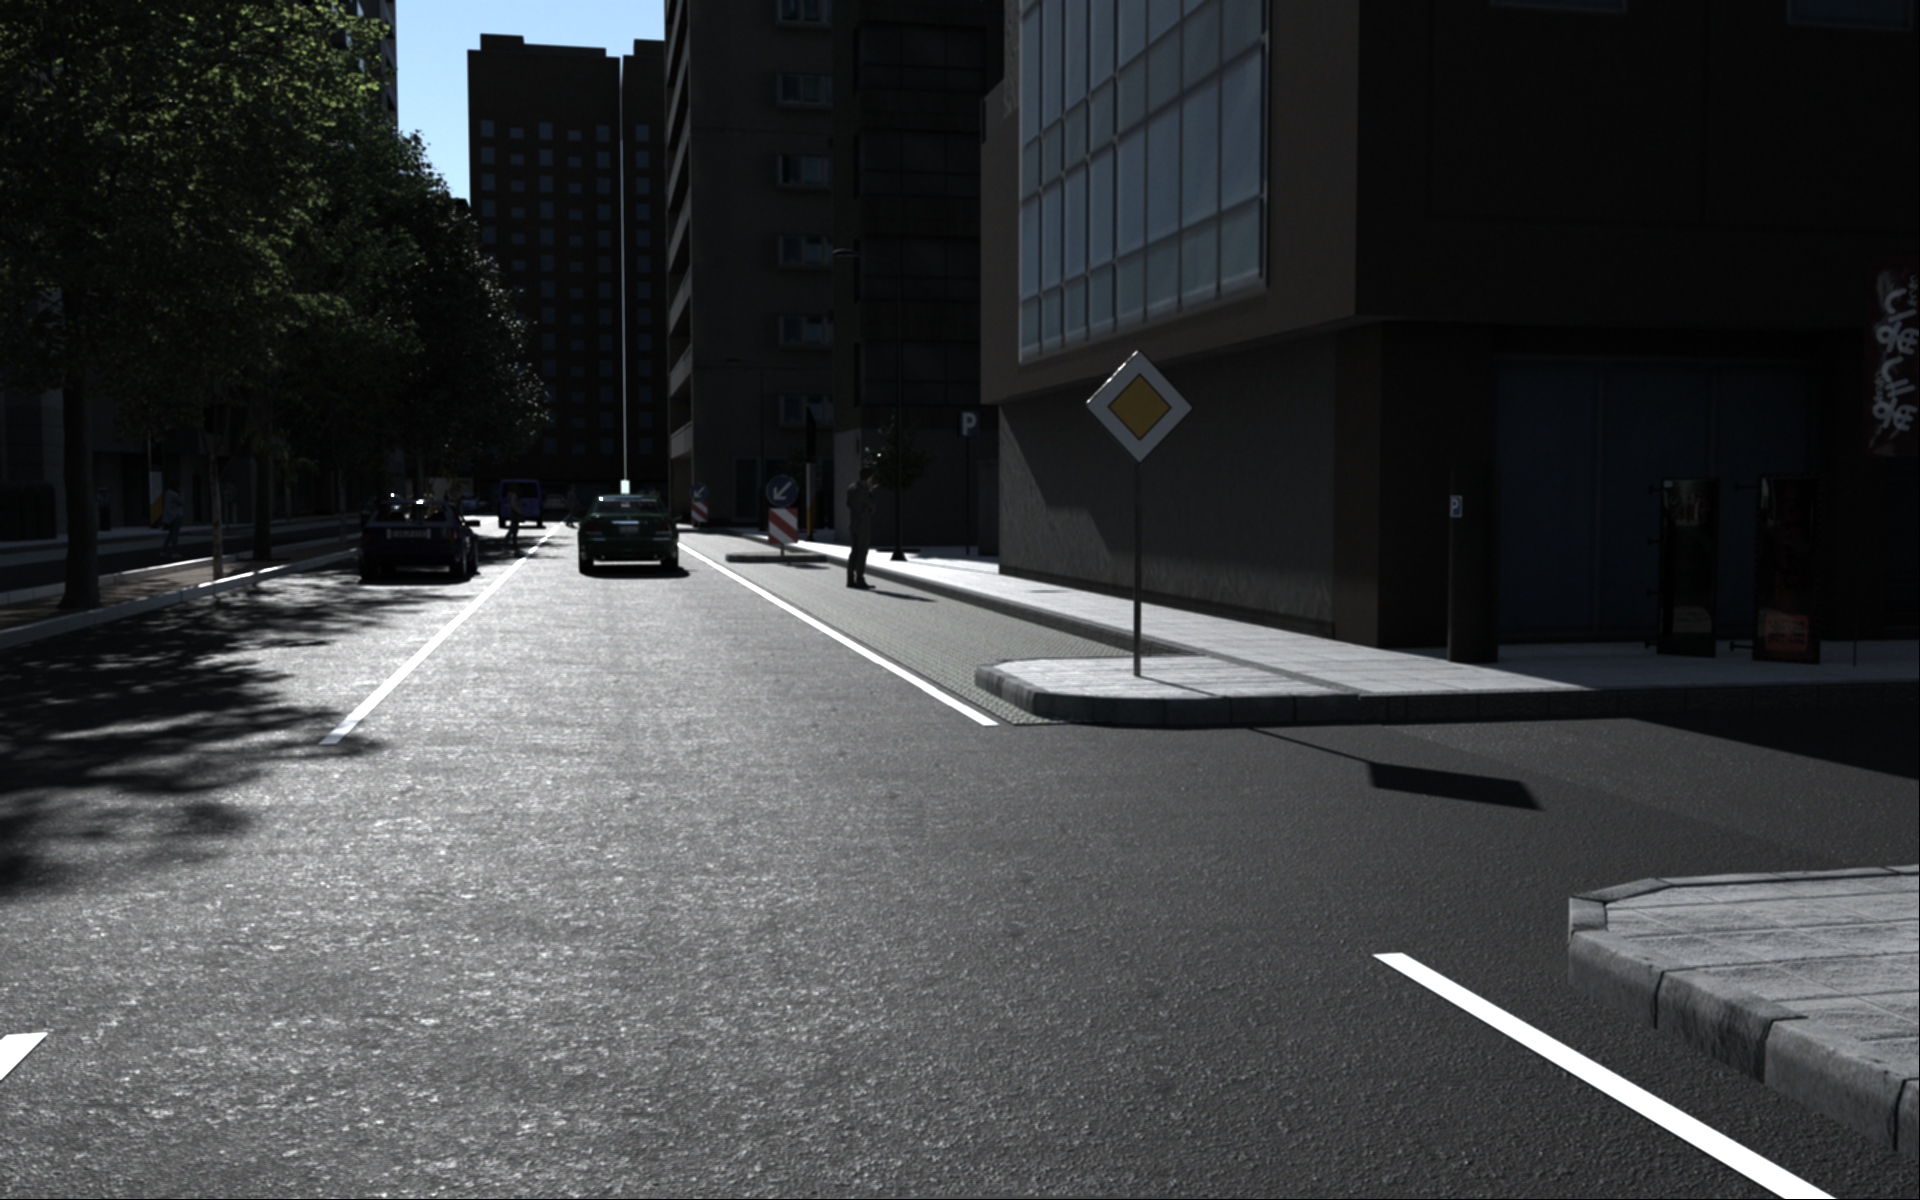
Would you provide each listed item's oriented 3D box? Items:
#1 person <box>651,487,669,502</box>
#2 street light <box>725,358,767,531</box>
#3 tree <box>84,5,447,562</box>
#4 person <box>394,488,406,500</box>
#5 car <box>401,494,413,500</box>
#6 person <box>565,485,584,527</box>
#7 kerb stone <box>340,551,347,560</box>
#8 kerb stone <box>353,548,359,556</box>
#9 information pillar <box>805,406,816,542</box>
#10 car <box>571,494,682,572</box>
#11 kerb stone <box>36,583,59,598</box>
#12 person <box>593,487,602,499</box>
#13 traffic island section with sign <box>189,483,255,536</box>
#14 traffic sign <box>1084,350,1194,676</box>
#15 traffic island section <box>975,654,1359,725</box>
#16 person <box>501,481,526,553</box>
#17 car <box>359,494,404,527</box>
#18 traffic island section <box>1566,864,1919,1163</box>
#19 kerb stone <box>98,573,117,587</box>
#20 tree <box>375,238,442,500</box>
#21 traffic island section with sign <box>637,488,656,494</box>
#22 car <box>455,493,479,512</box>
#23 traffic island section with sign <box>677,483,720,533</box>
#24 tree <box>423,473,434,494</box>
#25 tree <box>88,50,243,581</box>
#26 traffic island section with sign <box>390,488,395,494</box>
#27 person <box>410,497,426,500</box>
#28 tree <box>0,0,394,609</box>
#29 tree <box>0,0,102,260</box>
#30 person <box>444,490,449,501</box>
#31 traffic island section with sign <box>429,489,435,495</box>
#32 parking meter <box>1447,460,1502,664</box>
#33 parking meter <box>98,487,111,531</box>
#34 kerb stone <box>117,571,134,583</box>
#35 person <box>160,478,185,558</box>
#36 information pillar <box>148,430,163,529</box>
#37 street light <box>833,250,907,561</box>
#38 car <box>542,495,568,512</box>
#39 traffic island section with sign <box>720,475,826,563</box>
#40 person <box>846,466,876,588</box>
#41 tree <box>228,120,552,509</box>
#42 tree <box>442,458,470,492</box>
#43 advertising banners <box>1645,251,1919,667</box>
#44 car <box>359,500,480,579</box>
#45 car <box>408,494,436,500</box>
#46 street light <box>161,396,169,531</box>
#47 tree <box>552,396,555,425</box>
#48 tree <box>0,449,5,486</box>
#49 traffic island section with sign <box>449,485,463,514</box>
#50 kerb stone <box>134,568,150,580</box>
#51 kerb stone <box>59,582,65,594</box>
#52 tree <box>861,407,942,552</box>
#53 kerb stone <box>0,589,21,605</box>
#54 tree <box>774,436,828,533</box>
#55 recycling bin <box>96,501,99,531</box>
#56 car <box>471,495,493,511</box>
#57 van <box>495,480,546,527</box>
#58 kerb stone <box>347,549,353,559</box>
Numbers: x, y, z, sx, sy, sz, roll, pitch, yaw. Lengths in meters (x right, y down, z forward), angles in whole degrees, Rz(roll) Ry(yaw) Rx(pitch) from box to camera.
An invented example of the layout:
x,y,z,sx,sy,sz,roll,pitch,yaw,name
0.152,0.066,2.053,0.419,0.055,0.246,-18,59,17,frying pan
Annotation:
x,y,z,sx,sy,sz,roll,pitch,yaw,name
-15.597,-4.932,89.234,1.348,1.812,0.705,0,4,8,person
-7.309,-5.306,59.302,1.470,5.913,1.316,-1,4,-12,street light
-14.801,-6.630,36.616,9.928,11.665,9.643,0,3,0,tree
-28.679,-4.825,88.109,1.217,1.743,0.721,-1,4,-10,person
-38.174,-6.753,119.215,1.959,1.807,4.718,-1,4,-13,car
-16.631,-4.026,74.443,0.853,1.813,0.709,1,4,12,person
-13.451,-0.932,37.441,0.120,0.150,1.000,-1,4,-12,kerb stone
-13.878,-1.055,39.440,0.120,0.150,1.000,-1,4,-12,kerb stone
-4.003,-3.375,46.540,0.183,3.616,0.504,1,4,17,information pillar
-6.386,-1.314,33.280,2.131,1.459,4.920,-1,4,-11,car
-12.724,-0.104,23.964,0.120,0.150,1.000,-1,4,-12,kerb stone
-16.802,-4.368,80.261,0.721,1.781,0.623,-2,4,-27,person
-25.233,-3.113,59.527,1.989,1.847,2.006,-1,4,-12,traffic island section with sign
1.246,-0.520,12.152,0.795,2.450,0.064,-1,4,-12,traffic sign
1.267,0.614,12.234,2.009,0.180,2.903,-1,4,-12,traffic island section
-10.861,-2.012,41.984,0.643,1.750,0.593,-2,4,-29,person
-25.747,-4.028,77.660,2.131,1.459,4.920,-1,4,-12,car
2.928,1.092,4.423,2.009,0.180,2.903,-1,4,-12,traffic island section
-13.376,-0.291,26.983,0.120,0.150,1.000,-1,4,-12,kerb stone
-15.994,-5.620,44.713,4.737,8.622,4.395,0,3,0,tree
-25.566,-7.936,138.380,1.989,1.847,2.006,-1,4,-12,traffic island section with sign
-39.687,-7.945,139.490,1.945,1.707,3.694,-1,4,-12,car
-9.866,-3.417,64.499,1.989,1.847,2.006,-1,4,-12,traffic island section with sign
-48.714,-9.970,157.606,1.663,3.219,1.824,0,3,0,tree
-12.107,-4.598,27.996,4.737,8.622,4.395,0,3,0,tree
-35.686,-6.122,108.716,1.989,1.847,2.006,-1,4,-12,traffic island section with sign
-29.349,-5.199,94.030,1.217,1.766,0.721,-3,5,-41,person
-11.196,-6.186,21.722,7.486,12.596,7.792,0,3,0,tree
-9.970,-3.829,15.430,4.360,8.622,3.978,0,3,0,tree
-33.281,-6.288,112.231,0.530,1.710,0.541,-1,4,-15,person
-41.374,-7.757,135.450,1.989,1.847,2.006,-1,4,-12,traffic island section with sign
3.926,-0.294,13.222,0.372,1.533,0.369,0,3,0,parking meter
-29.666,-3.157,60.030,0.372,1.533,0.369,0,3,0,parking meter
-13.578,-0.353,27.990,0.120,0.150,1.000,-1,4,-12,kerb stone
-17.728,-1.847,38.955,0.793,1.790,0.793,1,4,10,person
-29.598,-4.425,63.711,0.183,3.616,0.504,2,4,26,information pillar
-1.722,-3.709,33.181,1.470,5.913,1.316,-1,4,-12,street light
-32.212,-7.678,137.902,2.083,1.381,4.827,-1,4,-10,car
-3.953,-1.720,36.756,1.989,1.847,2.006,-1,4,-12,traffic island section with sign
-1.474,-1.100,26.287,0.447,1.846,0.655,-2,4,-30,person
-17.567,-8.131,52.413,9.611,12.733,9.660,0,3,0,tree
-21.287,-7.118,69.194,4.737,8.622,4.395,0,3,0,tree
6.271,-1.036,13.129,2.074,3.025,0.090,3,5,44,advertising banners
-9.534,-1.106,30.665,1.945,1.354,3.894,-1,4,-11,car
-31.352,-5.544,100.865,2.015,1.641,3.980,-1,4,-10,car
-27.365,-5.401,60.841,1.470,5.913,1.316,-1,4,-12,street light
-19.500,-8.719,62.026,9.611,12.733,9.660,0,3,0,tree
-33.800,-4.048,60.781,1.663,3.219,1.824,0,3,0,tree
-24.274,-4.597,83.290,2.006,1.907,1.989,-1,4,-12,traffic island section with sign
-13.795,-0.415,28.996,0.120,0.150,1.000,-1,4,-12,kerb stone
-12.944,-0.164,24.971,0.120,0.150,1.000,-1,4,-12,kerb stone
-1.465,-2.693,38.639,1.663,3.219,1.824,0,3,0,tree
-12.511,-0.047,22.963,0.120,0.150,1.000,-1,4,-12,kerb stone
-5.429,-3.862,57.747,1.663,3.219,1.824,0,3,0,tree
-30.537,-2.971,61.131,0.722,1.027,0.722,-1,4,-17,recycling bin
-40.738,-8.255,147.548,1.945,1.354,3.894,-1,4,-13,car
-19.438,-4.418,76.619,2.240,2.365,5.245,-1,4,-14,van
-13.661,-0.987,38.441,0.120,0.150,1.000,-1,4,-12,kerb stone
